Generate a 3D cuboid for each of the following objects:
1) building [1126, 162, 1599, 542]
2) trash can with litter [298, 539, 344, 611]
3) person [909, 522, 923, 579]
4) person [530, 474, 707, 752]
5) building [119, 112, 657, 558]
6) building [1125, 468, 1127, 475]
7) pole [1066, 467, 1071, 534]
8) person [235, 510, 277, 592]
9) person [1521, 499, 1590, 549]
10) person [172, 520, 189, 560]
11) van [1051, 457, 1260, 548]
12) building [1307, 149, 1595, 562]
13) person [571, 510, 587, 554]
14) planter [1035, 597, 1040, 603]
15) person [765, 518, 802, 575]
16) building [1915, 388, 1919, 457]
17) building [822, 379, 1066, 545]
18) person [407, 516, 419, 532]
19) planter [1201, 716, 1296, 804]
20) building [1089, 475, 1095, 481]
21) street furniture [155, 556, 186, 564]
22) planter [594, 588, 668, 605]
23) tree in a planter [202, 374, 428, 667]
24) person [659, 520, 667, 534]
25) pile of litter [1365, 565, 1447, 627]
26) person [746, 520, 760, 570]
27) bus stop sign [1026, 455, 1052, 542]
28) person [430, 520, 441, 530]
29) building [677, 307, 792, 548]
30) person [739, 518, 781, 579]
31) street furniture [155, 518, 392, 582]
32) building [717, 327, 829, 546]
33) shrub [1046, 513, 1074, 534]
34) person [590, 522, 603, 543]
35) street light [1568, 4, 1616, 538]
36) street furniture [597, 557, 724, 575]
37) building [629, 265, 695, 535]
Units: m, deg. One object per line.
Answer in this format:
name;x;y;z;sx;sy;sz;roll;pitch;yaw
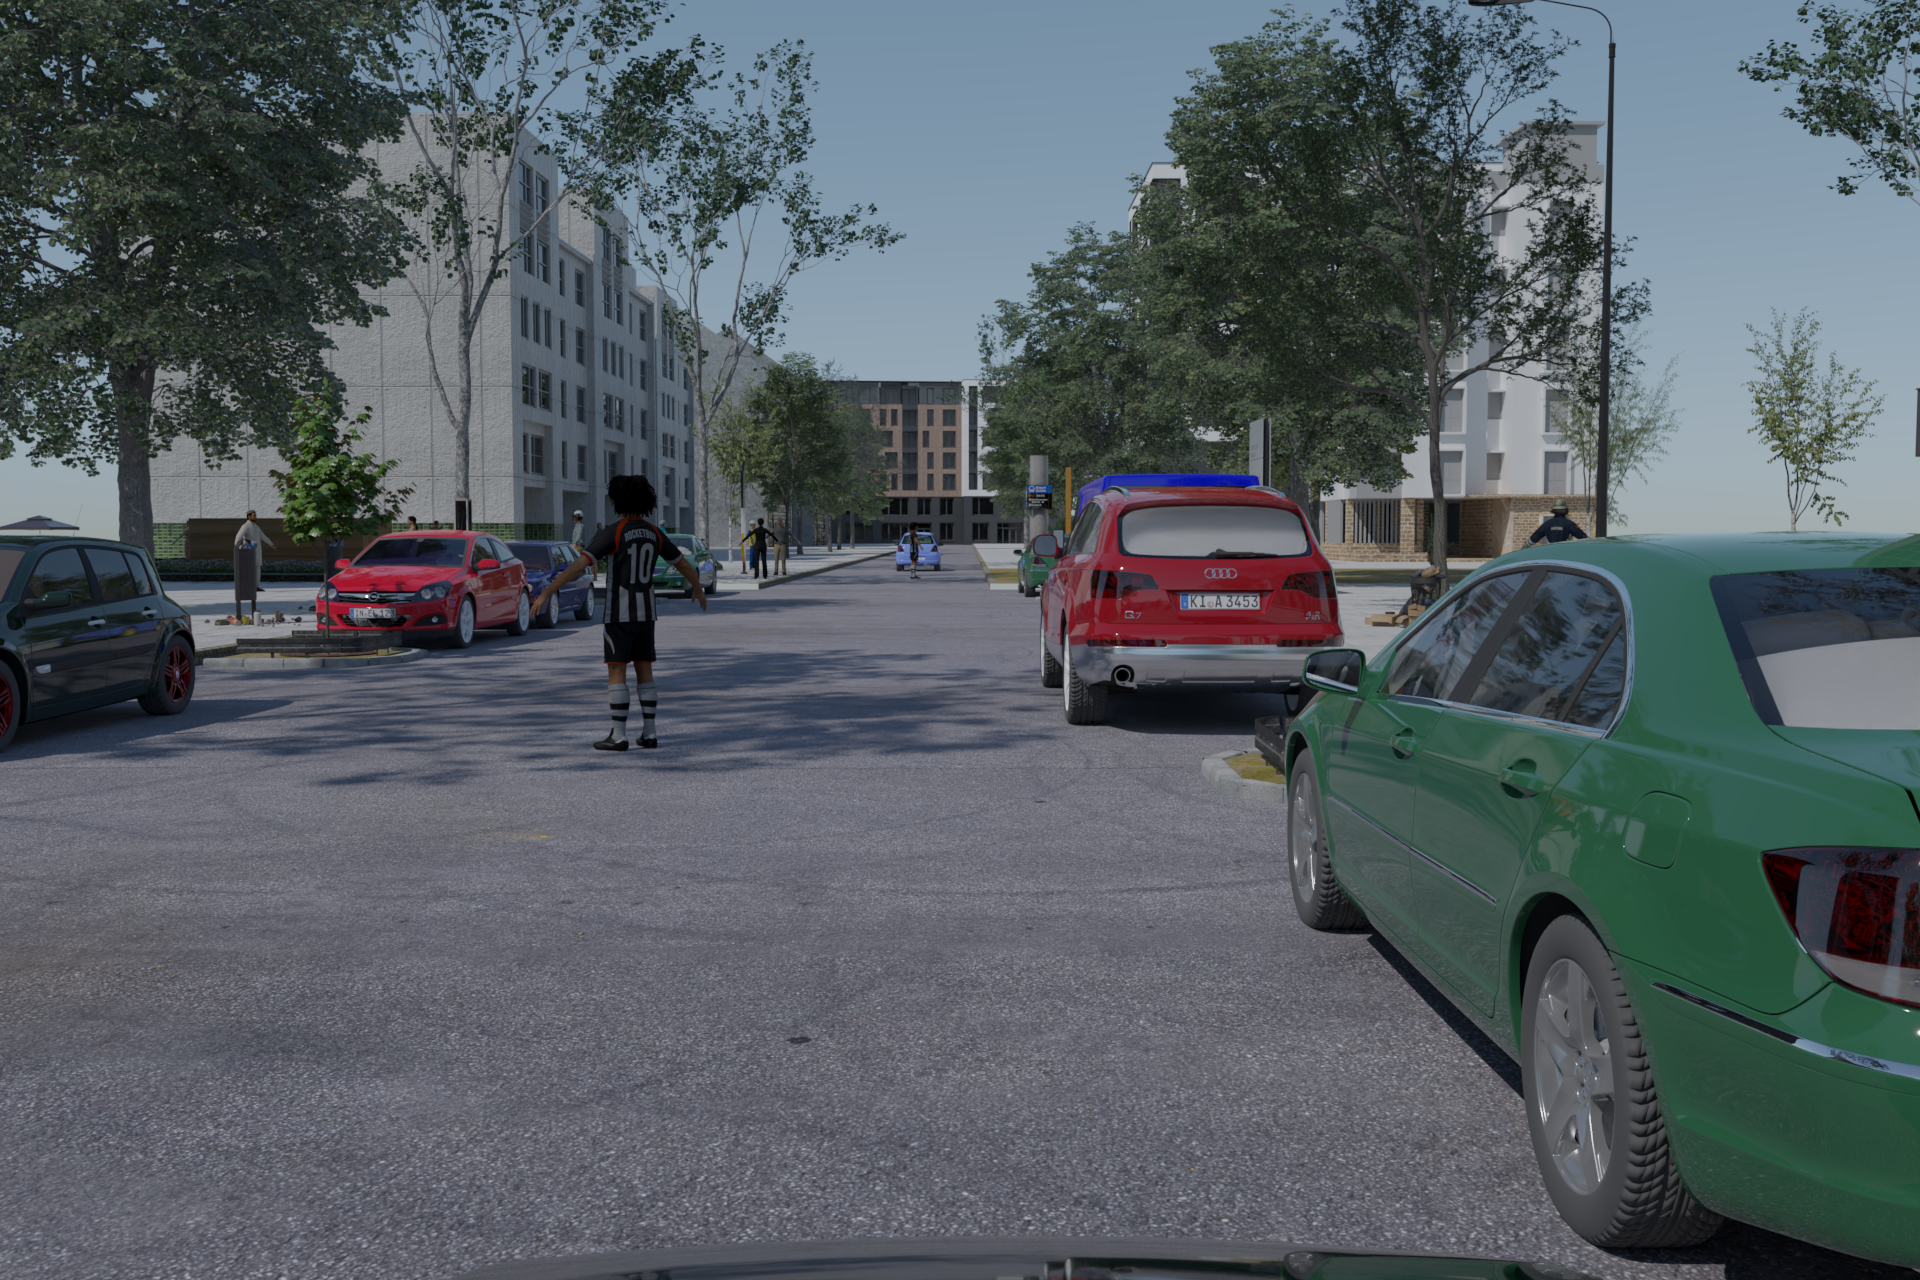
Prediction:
building;24.536;-16.377;111.742;27.936;21.610;32.646;0;4;0
trash can with litter;-10.462;-1.137;29.646;1.678;1.210;2.233;0;4;1
person;-1.443;-2.869;55.511;0.704;1.843;1.345;-1;4;-16
person;-2.209;-0.179;11.523;1.345;1.843;0.704;-3;5;-43
building;-27.013;-13.602;88.848;16.747;18.905;31.486;0;4;1
building;19.784;-14.859;185.086;9.099;9.664;28.070;0;4;1
pole;3.319;-3.623;53.081;0.158;3.312;0.155;0;3;0
person;-15.661;-1.975;38.385;0.704;1.819;1.344;1;4;16
person;9.580;-1.333;27.664;1.351;1.845;0.704;2;4;35
person;-24.952;-3.006;55.958;0.721;1.733;1.217;1;4;19
van;2.251;-0.956;20.009;2.240;2.365;5.245;0;3;0
building;23.173;-14.386;91.638;16.016;20.090;11.380;0;4;0
person;-9.205;-2.194;41.708;0.704;1.849;1.345;-1;4;-10
planter;2.592;-0.947;36.617;1.991;0.319;1.994;0;4;1
person;-5.624;-2.927;54.123;1.348;1.796;0.705;0;4;-4
building;25.685;-13.989;22.224;14.314;27.812;24.014;0;4;1
building;-2.883;-24.088;240.274;32.646;21.610;27.936;0;4;-5
person;-13.745;-2.223;43.159;0.721;1.737;1.217;-1;4;-10
planter;2.434;0.681;9.999;1.991;0.319;1.994;0;4;1
building;21.698;-16.943;219.157;9.099;9.664;28.070;0;3;0
street furniture;-23.477;-2.768;60.876;10.072;0.657;5.734;1;4;13
planter;-7.137;-0.905;35.942;1.991;0.319;1.994;0;4;1
tree in a planter;-7.171;-1.365;19.538;1.991;3.239;1.994;0;4;0
person;-11.325;-3.675;66.207;0.704;1.817;1.347;-2;4;-34
pile of litter;6.256;-0.614;24.001;1.176;0.858;1.719;0;3;0
person;-7.308;-3.385;61.803;0.721;1.772;1.216;1;4;22
bus stop sign;2.652;-4.233;58.227;0.837;3.901;0.837;0;4;-1
person;-19.812;-3.634;65.638;1.346;1.802;0.704;2;4;26
building;-27.210;-20.908;172.781;19.493;23.208;18.063;0;4;1
person;-5.704;-2.611;49.407;1.216;1.740;0.721;-1;4;-17
street furniture;-20.311;-2.607;49.479;9.812;1.723;11.010;0;4;6
building;-24.814;-22.167;193.358;19.493;23.208;18.063;0;4;0
shrub;3.527;-3.172;56.283;1.690;2.028;1.600;0;3;0
person;-16.362;-4.428;78.520;0.705;1.813;1.348;-3;5;-39
street light;6.111;-2.593;14.934;1.470;5.913;1.316;0;4;0
street furniture;-11.429;-2.642;58.826;5.734;0.657;10.072;1;4;8
building;-29.916;-15.730;123.640;16.747;18.905;31.486;0;4;1
